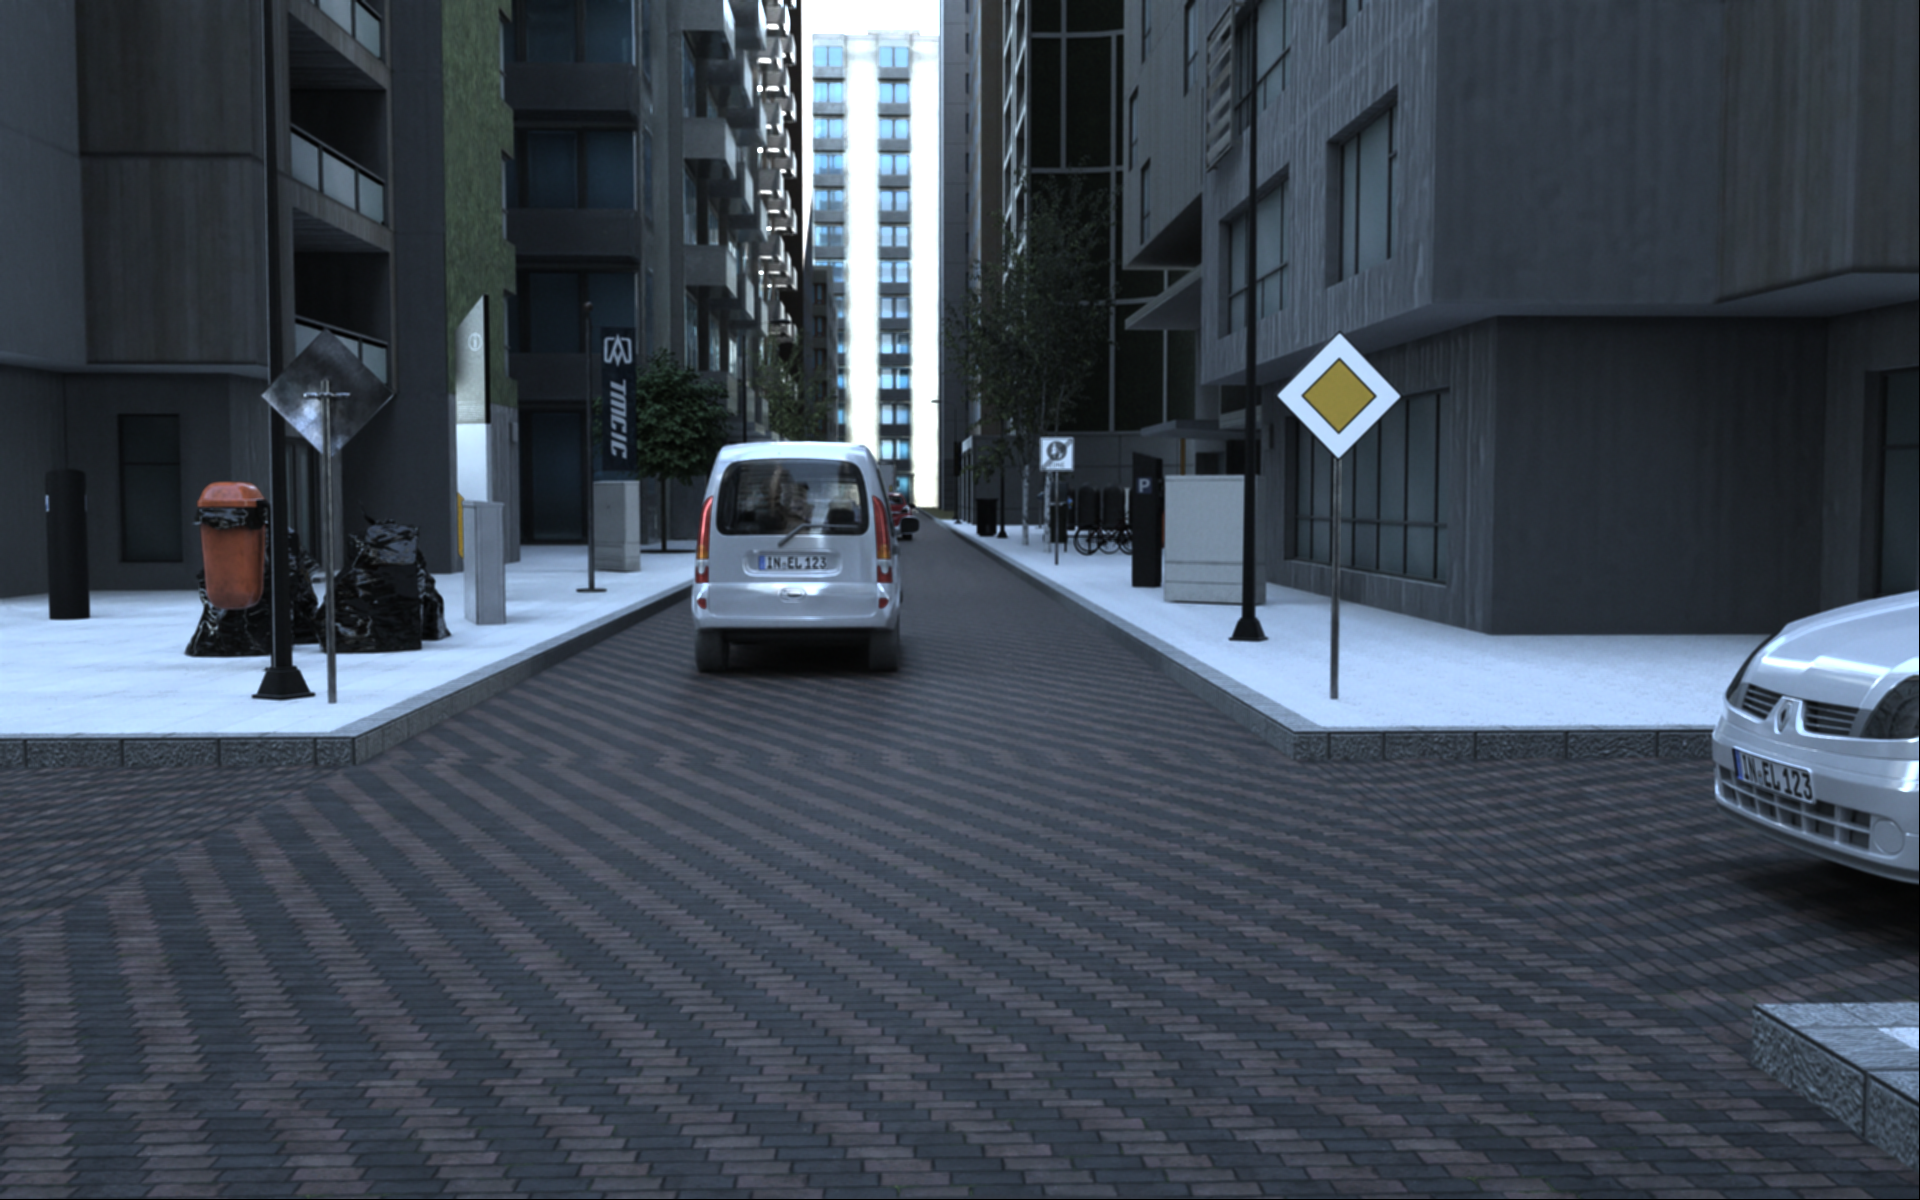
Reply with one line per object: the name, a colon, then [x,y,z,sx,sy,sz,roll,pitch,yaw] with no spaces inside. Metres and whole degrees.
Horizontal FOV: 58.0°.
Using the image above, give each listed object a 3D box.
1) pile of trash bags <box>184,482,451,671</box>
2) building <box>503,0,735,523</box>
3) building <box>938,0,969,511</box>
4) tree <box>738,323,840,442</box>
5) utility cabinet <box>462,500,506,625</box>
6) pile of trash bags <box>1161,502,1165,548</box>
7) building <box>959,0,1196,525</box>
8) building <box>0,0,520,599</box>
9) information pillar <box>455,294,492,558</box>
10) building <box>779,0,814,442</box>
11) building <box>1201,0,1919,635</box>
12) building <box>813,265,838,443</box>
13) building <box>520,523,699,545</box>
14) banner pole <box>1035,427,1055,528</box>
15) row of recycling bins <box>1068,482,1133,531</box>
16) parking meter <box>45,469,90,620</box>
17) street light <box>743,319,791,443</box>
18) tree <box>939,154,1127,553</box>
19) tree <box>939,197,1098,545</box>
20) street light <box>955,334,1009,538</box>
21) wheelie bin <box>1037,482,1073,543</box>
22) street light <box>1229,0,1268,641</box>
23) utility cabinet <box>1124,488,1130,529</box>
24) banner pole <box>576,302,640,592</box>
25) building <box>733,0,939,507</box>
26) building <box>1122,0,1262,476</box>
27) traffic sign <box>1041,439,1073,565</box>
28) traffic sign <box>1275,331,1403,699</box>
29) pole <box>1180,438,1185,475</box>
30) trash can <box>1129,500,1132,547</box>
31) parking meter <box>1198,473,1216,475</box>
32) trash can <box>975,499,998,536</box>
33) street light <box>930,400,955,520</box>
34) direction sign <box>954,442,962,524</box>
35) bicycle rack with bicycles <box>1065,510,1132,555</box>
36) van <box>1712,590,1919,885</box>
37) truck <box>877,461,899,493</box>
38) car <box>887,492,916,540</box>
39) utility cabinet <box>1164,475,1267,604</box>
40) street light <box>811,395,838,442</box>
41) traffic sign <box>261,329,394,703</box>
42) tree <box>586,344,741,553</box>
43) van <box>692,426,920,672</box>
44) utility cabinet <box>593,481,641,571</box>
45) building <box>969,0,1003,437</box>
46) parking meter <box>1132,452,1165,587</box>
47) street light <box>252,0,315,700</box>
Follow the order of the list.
pile of trash bags: [-5.341,-0.260,14.005,1.912,1.369,3.447,0,4,-4]
building: [-21.015,-29.357,99.592,23.786,49.044,30.456,0,4,-2]
building: [8.663,-36.964,146.356,21.231,58.520,28.212,0,4,-2]
tree: [-7.520,-7.658,75.572,4.737,8.622,4.395,0,3,0]
utility cabinet: [-4.790,-0.384,17.443,0.306,1.237,1.020,-1,4,-23]
pile of trash bags: [4.239,-1.080,27.418,3.447,1.369,1.912,-2,4,-35]
building: [10.518,-38.922,74.622,20.563,71.187,20.611,0,4,-2]
building: [-15.115,-20.856,24.599,14.154,41.232,14.086,0,4,-2]
information pillar: [-5.739,-1.782,20.485,0.504,3.616,0.183,2,4,28]
building: [-17.694,-28.896,122.562,14.600,45.320,14.200,0,4,-2]
building: [10.675,-20.444,17.855,14.086,41.232,14.154,0,4,-2]
building: [-25.279,-18.481,147.204,28.899,21.520,27.650,0,4,-2]
building: [-17.881,-26.598,54.490,23.786,49.044,30.456,0,4,-2]
banner pole: [3.231,-4.573,64.792,0.863,3.779,0.401,0,4,-7]
row of recycling bins: [5.051,-3.318,61.357,3.534,1.692,1.069,0,4,7]
parking meter: [-9.180,-0.575,17.813,0.372,1.533,0.369,0,3,0]
street light: [-5.196,-4.503,46.167,1.470,5.913,1.316,0,4,-2]
tree: [1.834,-5.363,38.047,4.360,8.622,3.978,0,3,0]
tree: [1.597,-5.700,43.560,4.737,8.622,4.395,0,3,0]
street light: [0.698,-4.765,50.445,1.470,5.913,1.316,0,4,-2]
wheelie bin: [2.514,-2.317,45.798,0.980,1.594,0.693,1,4,9]
street light: [1.998,-2.600,15.052,1.470,5.913,1.316,0,4,-2]
utility cabinet: [6.100,-3.349,63.441,0.318,1.500,1.173,-2,4,-23]
banner pole: [-4.642,-2.005,22.796,0.863,3.779,0.401,-2,4,-23]
building: [-6.943,-34.346,181.171,30.456,49.044,23.786,0,4,-2]
building: [19.224,-27.784,43.502,28.713,52.752,27.495,0,4,-2]
traffic sign: [1.750,-1.786,31.326,0.606,2.300,0.079,0,4,7]
traffic sign: [2.341,-0.437,10.785,0.795,2.450,0.064,0,4,-2]
pole: [7.760,-4.070,60.385,0.158,3.312,0.155,0,3,0]
trash can: [4.295,-1.749,40.248,0.748,1.137,0.748,0,3,0]
parking meter: [3.039,-0.803,21.543,0.372,1.533,0.369,0,3,0]
trash can: [0.816,-2.520,52.859,0.748,1.137,0.748,0,3,0]
street light: [-0.766,-6.929,85.831,1.470,5.913,1.316,0,4,-2]
direction sign: [-0.086,-5.094,75.282,0.379,3.537,0.876,1,4,22]
bicycle rack with bicycles: [3.579,-1.481,37.590,2.925,0.926,2.852,-1,4,-12]
van: [4.812,0.064,5.970,4.112,2.044,2.013,0,4,-2]
truck: [-6.965,-10.131,154.549,2.839,4.237,11.283,0,4,-1]
car: [-2.473,-2.845,55.563,2.155,1.783,4.494,0,4,-4]
utility cabinet: [2.990,-0.709,20.271,1.173,1.500,0.318,2,4,34]
street light: [-6.447,-6.668,81.561,1.470,5.913,1.316,0,4,-2]
traffic sign: [-3.849,-0.424,10.567,0.795,2.450,0.064,0,4,-2]
tree: [-6.457,-3.330,38.152,4.285,4.588,4.351,0,3,0]
van: [-1.356,-0.510,15.349,2.013,2.044,4.112,0,4,-2]
utility cabinet: [-5.772,-1.233,28.845,0.318,1.500,1.173,-3,5,-41]
building: [7.702,-27.302,96.502,14.600,45.320,14.200,0,4,-2]
parking meter: [2.597,-1.112,23.898,0.399,1.863,0.255,2,4,27]
street light: [-3.734,-2.339,10.781,1.470,5.913,1.316,0,4,-2]
